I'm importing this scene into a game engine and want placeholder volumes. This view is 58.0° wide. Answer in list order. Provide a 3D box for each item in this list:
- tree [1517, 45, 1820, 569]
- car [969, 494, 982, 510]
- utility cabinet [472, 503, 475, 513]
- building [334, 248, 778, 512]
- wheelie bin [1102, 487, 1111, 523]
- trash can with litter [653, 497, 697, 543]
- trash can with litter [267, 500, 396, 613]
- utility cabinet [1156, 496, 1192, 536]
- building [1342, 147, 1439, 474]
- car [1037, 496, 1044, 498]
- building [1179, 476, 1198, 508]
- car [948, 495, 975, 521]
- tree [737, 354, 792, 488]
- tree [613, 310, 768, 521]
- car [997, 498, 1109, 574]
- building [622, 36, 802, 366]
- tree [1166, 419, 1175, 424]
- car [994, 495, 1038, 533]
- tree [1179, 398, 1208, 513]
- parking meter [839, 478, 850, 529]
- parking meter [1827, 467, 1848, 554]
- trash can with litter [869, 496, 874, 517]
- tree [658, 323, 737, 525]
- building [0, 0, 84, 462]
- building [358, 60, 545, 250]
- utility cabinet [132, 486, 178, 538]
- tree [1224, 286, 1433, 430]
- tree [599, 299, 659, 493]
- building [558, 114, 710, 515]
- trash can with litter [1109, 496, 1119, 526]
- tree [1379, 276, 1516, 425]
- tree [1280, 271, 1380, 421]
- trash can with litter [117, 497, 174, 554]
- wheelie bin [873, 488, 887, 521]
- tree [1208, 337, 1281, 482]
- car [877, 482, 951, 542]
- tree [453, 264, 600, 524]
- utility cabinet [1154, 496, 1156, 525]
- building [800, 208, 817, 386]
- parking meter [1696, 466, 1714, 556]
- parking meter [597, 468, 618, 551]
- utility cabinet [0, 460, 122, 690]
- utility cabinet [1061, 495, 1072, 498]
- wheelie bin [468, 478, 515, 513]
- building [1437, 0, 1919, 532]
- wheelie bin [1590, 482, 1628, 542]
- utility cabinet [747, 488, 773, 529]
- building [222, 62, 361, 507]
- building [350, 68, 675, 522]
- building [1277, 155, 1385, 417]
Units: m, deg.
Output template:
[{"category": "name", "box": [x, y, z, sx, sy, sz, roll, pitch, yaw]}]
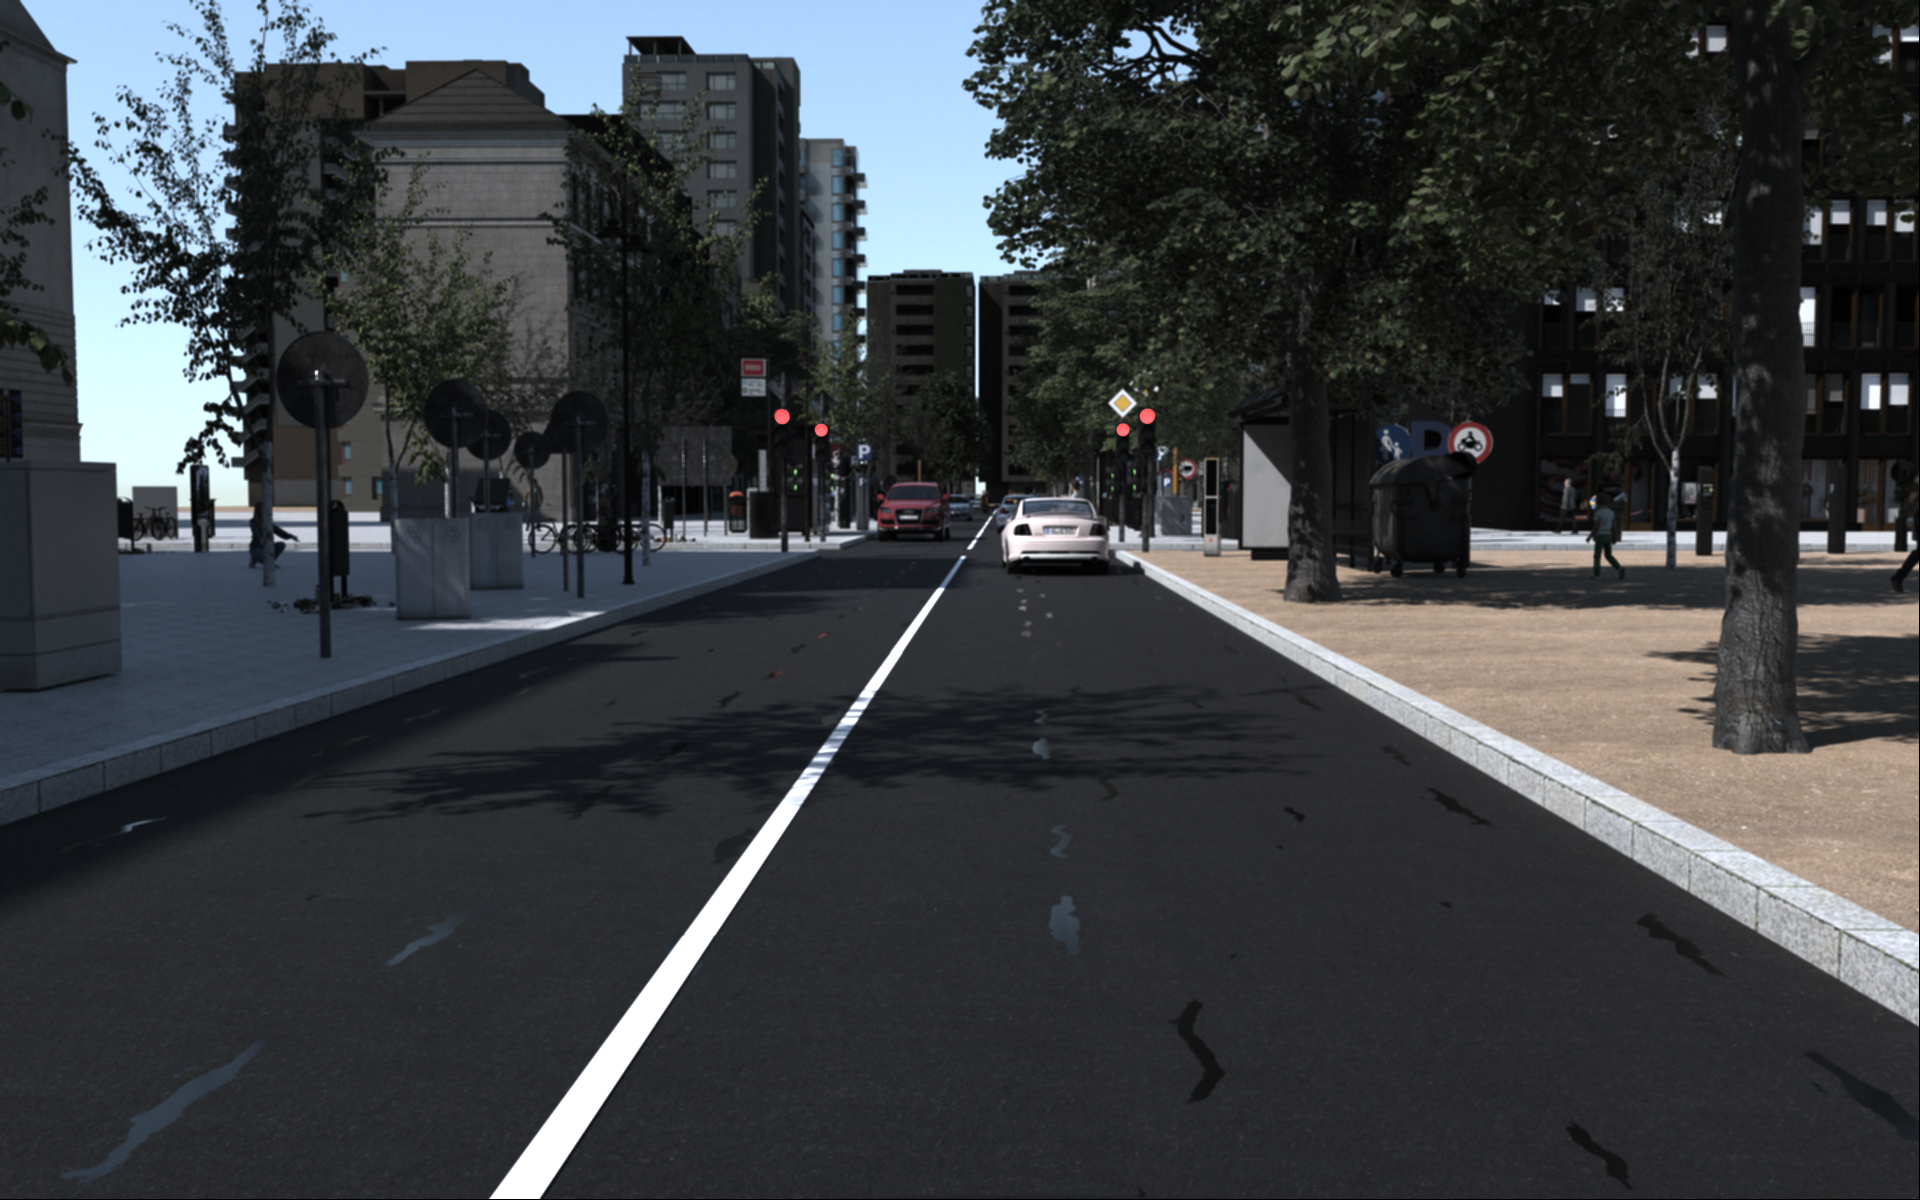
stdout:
[{"category": "tree", "box": [12.281, -4.842, 29.534, 4.360, 8.622, 3.978, 0, 3, 0]}, {"category": "car", "box": [1.435, -7.966, 142.252, 2.014, 1.417, 4.499, 0, 4, 3]}, {"category": "utility cabinet", "box": [-13.050, -2.233, 47.675, 1.020, 1.237, 0.306, 3, 5, 42]}, {"category": "building", "box": [-30.041, -17.850, 136.880, 27.650, 21.520, 28.899, 0, 4, 2]}, {"category": "wheelie bin", "box": [6.750, -4.268, 77.694, 0.693, 1.594, 0.980, 1, 4, 17]}, {"category": "trash can with litter", "box": [-7.643, -2.186, 46.800, 1.678, 1.210, 2.233, 1, 4, 10]}, {"category": "trash can with litter", "box": [-7.282, -0.523, 19.604, 1.678, 1.210, 2.233, 0, 4, -3]}, {"category": "utility cabinet", "box": [6.650, -2.588, 53.482, 1.020, 1.237, 0.306, -1, 4, -18]}, {"category": "building", "box": [27.695, -13.493, 88.070, 16.820, 18.784, 16.811, 0, 4, 2]}, {"category": "car", "box": [3.229, -4.005, 78.070, 1.945, 1.354, 3.894, 0, 4, 2]}, {"category": "building", "box": [37.925, -29.217, 169.574, 32.217, 40.220, 23.993, 0, 4, 2]}, {"category": "car", "box": [-0.212, -4.986, 93.518, 2.014, 1.417, 4.499, 0, 4, 2]}, {"category": "tree", "box": [-10.737, -8.538, 89.954, 4.360, 8.622, 3.978, 0, 3, 0]}, {"category": "tree", "box": [-12.347, -9.044, 82.281, 7.601, 10.594, 8.767, 1, 4, 15]}, {"category": "car", "box": [1.746, -1.232, 32.499, 2.083, 1.381, 4.827, 0, 4, 0]}, {"category": "building", "box": [-22.258, -28.999, 157.733, 14.154, 41.232, 14.086, 0, 4, 2]}, {"category": "tree", "box": [15.884, -10.060, 114.842, 4.360, 8.622, 3.978, 0, 3, 0]}, {"category": "car", "box": [2.258, -3.205, 64.409, 2.014, 1.417, 4.499, 0, 4, 2]}, {"category": "tree", "box": [13.322, -8.309, 86.208, 4.360, 8.622, 3.978, 0, 3, 0]}, {"category": "parking meter", "box": [-4.286, -3.585, 64.319, 0.399, 1.863, 0.255, 3, 5, 44]}, {"category": "parking meter", "box": [18.873, -1.929, 37.253, 0.255, 1.863, 0.399, 1, 4, 8]}, {"category": "trash can with litter", "box": [-4.505, -5.086, 94.539, 1.055, 1.170, 0.624, -1, 4, -23]}, {"category": "tree", "box": [-12.172, -7.376, 70.957, 4.360, 8.622, 3.978, 0, 3, 0]}, {"category": "building", "box": [-44.414, -13.195, 64.894, 18.267, 20.994, 9.793, 0, 4, 2]}, {"category": "building", "box": [-50.999, -32.216, 176.836, 14.200, 45.320, 14.600, 0, 4, 2]}, {"category": "utility cabinet", "box": [-23.471, -2.558, 50.501, 1.173, 1.500, 0.318, -2, 4, -30]}, {"category": "tree", "box": [15.150, -8.381, 71.437, 8.767, 10.594, 7.601, 0, 4, 6]}, {"category": "tree", "box": [-13.722, -6.977, 64.439, 4.360, 8.622, 3.978, 0, 3, 0]}, {"category": "building", "box": [-23.277, -17.120, 109.587, 12.332, 23.373, 15.834, 0, 4, 2]}, {"category": "trash can with litter", "box": [5.936, -3.589, 69.740, 1.678, 1.210, 2.233, 2, 4, 27]}, {"category": "tree", "box": [14.658, -6.172, 51.269, 4.360, 8.622, 3.978, 0, 3, 0]}, {"category": "tree", "box": [12.961, -6.469, 56.134, 4.360, 8.622, 3.978, 0, 3, 0]}, {"category": "trash can with litter", "box": [-18.313, -1.611, 37.403, 2.233, 1.210, 1.678, 1, 4, 18]}, {"category": "wheelie bin", "box": [-3.822, -4.597, 83.076, 0.693, 1.594, 0.980, 0, 4, -7]}, {"category": "tree", "box": [12.172, -6.925, 63.587, 4.360, 8.622, 3.978, 0, 3, 0]}, {"category": "car", "box": [-1.388, -2.774, 54.027, 2.281, 1.827, 5.304, 0, 4, 3]}, {"category": "tree", "box": [-14.691, -6.481, 56.332, 4.360, 8.622, 3.978, 0, 3, 0]}, {"category": "utility cabinet", "box": [8.318, -3.721, 72.000, 1.020, 1.237, 0.306, 0, 4, 5]}, {"category": "building", "box": [-21.994, -24.801, 177.202, 14.107, 30.474, 14.160, 0, 4, 2]}, {"category": "parking meter", "box": [15.493, -1.854, 36.016, 0.255, 1.863, 0.399, 1, 4, 11]}, {"category": "parking meter", "box": [-7.932, -2.034, 38.972, 0.399, 1.863, 0.255, 1, 4, 17]}, {"category": "utility cabinet", "box": [-6.126, -0.186, 11.719, 0.318, 1.500, 1.173, 0, 4, -1]}, {"category": "utility cabinet", "box": [7.303, -6.445, 116.541, 1.020, 1.237, 0.306, 1, 4, 16]}, {"category": "wheelie bin", "box": [-9.199, -1.604, 34.137, 0.980, 1.594, 0.693, 0, 4, 4]}, {"category": "building", "box": [27.366, -14.365, 64.545, 15.834, 23.373, 12.332, 0, 4, 2]}, {"category": "wheelie bin", "box": [17.437, -2.358, 46.469, 0.980, 1.594, 0.693, 0, 4, -2]}, {"category": "utility cabinet", "box": [-7.087, -3.294, 62.536, 1.173, 1.500, 0.318, 0, 4, 7]}, {"category": "building", "box": [-65.178, -32.276, 177.819, 14.200, 45.320, 14.600, 0, 4, 2]}, {"category": "building", "box": [-22.189, -14.025, 80.226, 10.553, 20.767, 40.483, 0, 4, 2]}, {"category": "building", "box": [28.212, -16.304, 108.363, 13.314, 21.916, 24.055, 0, 4, 2]}]
